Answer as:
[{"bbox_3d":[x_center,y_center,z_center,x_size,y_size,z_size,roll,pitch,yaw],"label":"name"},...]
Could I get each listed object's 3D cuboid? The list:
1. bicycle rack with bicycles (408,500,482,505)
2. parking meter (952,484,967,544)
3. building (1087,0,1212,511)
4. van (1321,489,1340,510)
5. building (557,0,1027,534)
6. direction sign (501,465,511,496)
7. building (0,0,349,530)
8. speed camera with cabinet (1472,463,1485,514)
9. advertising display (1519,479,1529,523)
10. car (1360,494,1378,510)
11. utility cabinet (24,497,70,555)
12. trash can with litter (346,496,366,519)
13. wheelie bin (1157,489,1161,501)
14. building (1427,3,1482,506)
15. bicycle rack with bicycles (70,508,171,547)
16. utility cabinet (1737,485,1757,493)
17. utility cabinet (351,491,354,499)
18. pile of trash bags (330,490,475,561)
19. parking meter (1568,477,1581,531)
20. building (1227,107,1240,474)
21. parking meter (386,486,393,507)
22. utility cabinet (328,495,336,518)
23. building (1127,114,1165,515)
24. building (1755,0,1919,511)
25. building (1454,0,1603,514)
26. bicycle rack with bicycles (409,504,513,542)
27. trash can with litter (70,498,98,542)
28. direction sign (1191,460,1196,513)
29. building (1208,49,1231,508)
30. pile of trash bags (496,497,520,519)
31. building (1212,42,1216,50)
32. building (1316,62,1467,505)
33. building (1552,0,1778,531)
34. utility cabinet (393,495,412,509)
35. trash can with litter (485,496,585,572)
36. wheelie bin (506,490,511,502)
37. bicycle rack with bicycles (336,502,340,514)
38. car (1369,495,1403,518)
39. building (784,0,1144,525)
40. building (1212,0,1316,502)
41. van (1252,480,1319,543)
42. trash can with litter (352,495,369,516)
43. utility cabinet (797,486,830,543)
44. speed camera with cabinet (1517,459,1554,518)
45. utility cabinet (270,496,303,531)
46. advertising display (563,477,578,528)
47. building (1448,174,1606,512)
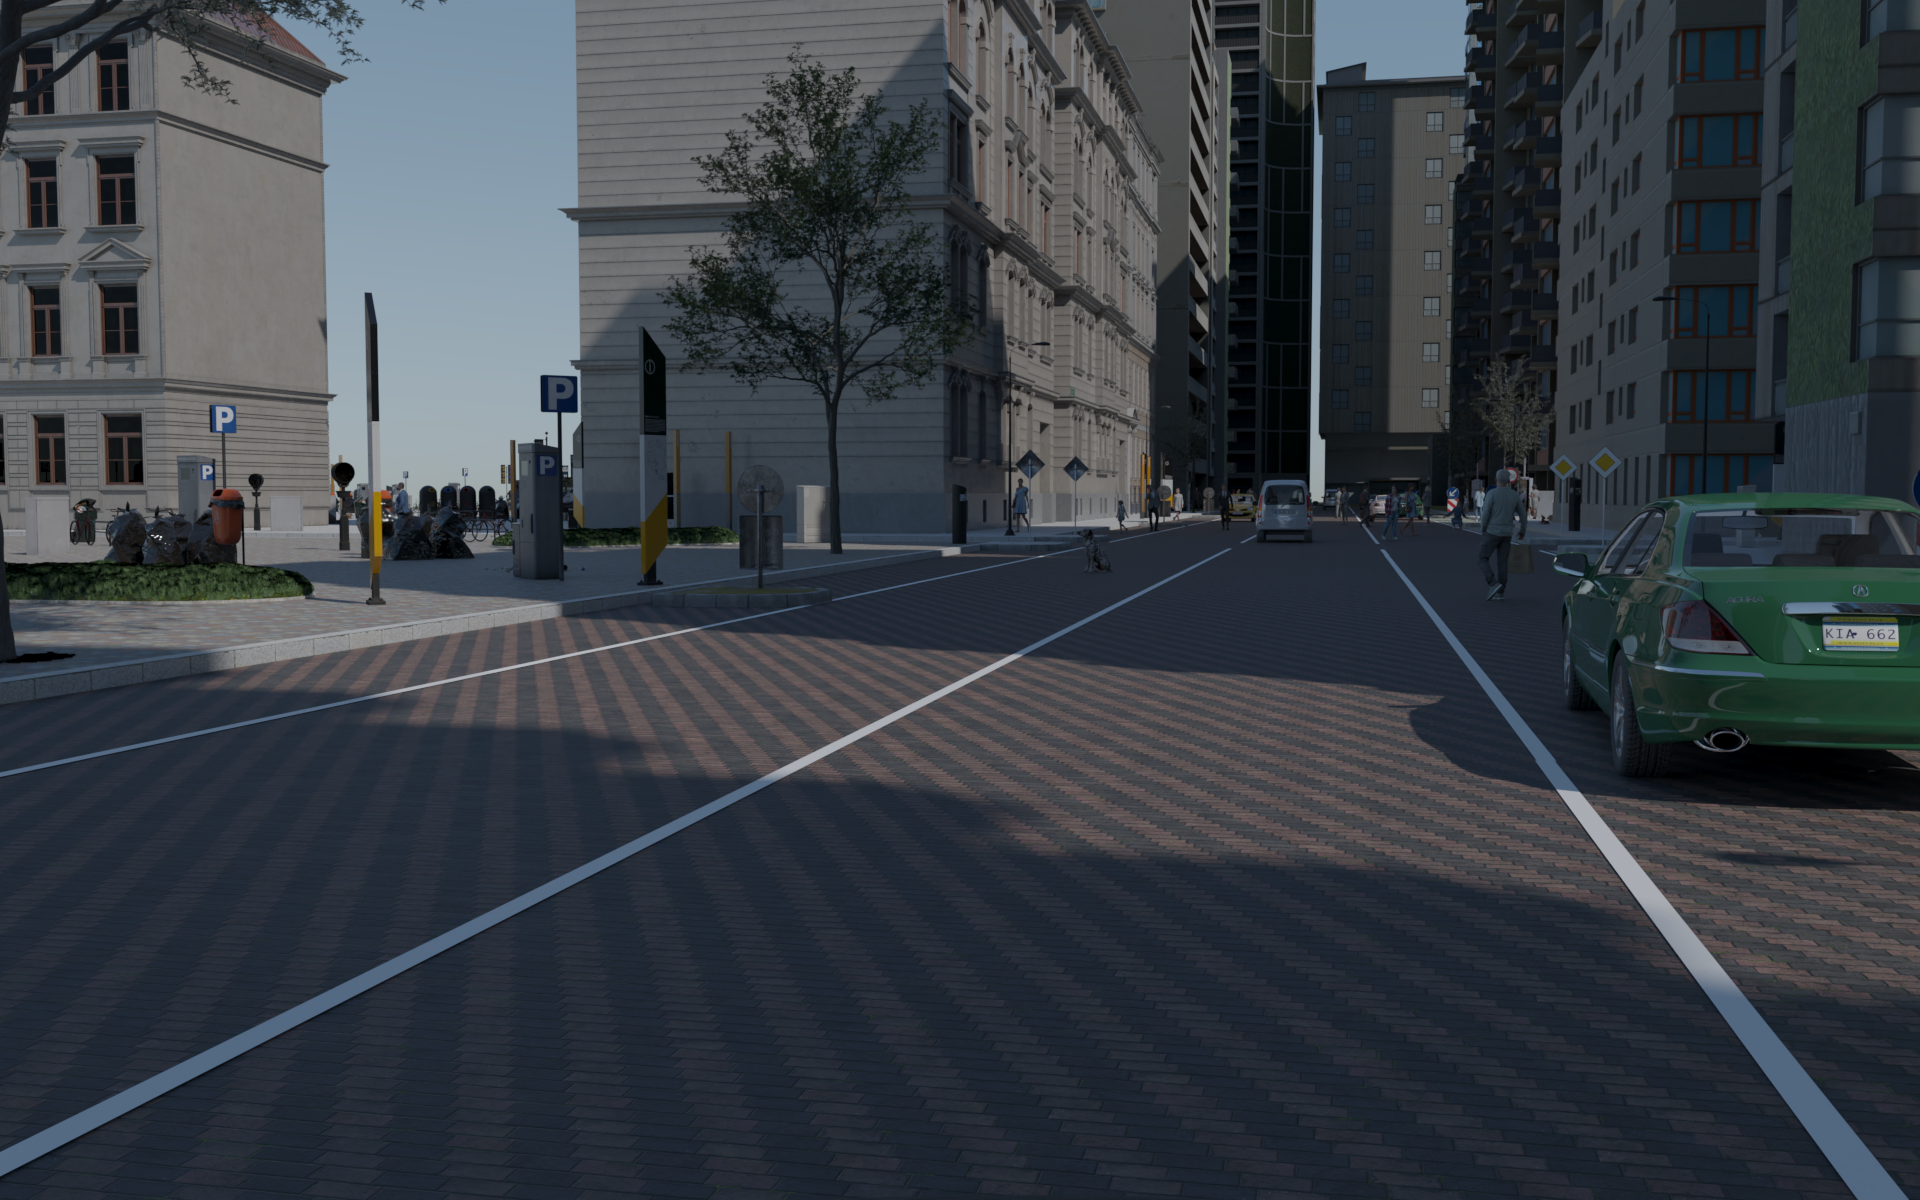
[{"bbox_3d":[-20.036,-3.430,69.467,2.925,0.926,2.852,1,4,11],"label":"bicycle rack with bicycles"},{"bbox_3d":[-0.015,-2.215,44.623,0.372,1.533,0.369,0,3,0],"label":"parking meter"},{"bbox_3d":[8.627,-31.541,139.402,21.300,48.544,21.600,1,4,12],"label":"building"},{"bbox_3d":[33.320,-9.046,154.907,2.013,2.044,4.112,1,4,12],"label":"van"},{"bbox_3d":[-4.153,-17.113,67.188,14.401,28.519,23.554,1,4,12],"label":"building"},{"bbox_3d":[-34.891,-8.645,133.337,0.876,3.537,0.379,-1,4,-22],"label":"direction sign"},{"bbox_3d":[-36.277,-14.123,67.069,21.152,22.565,11.583,1,4,12],"label":"building"},{"bbox_3d":[33.451,-7.044,109.503,2.038,3.252,0.660,2,4,33],"label":"speed camera with cabinet"},{"bbox_3d":[25.050,-4.389,76.967,0.123,1.923,0.974,0,4,-3],"label":"advertising display"},{"bbox_3d":[37.666,-9.000,158.942,2.131,1.459,4.920,1,4,14],"label":"car"},{"bbox_3d":[-19.391,-1.568,36.802,0.306,1.237,1.020,1,4,10],"label":"utility cabinet"},{"bbox_3d":[-31.295,-4.781,89.548,1.055,1.170,0.624,-1,4,-21],"label":"trash can with litter"},{"bbox_3d":[12.336,-6.016,106.268,0.693,1.594,0.980,-3,5,-41],"label":"wheelie bin"},{"bbox_3d":[60.597,-52.836,176.534,22.319,86.520,31.000,1,4,12],"label":"building"},{"bbox_3d":[-20.715,-1.835,43.378,2.852,0.926,2.925,-3,5,-41],"label":"bicycle rack with bicycles"},{"bbox_3d":[19.019,-2.034,41.934,0.318,1.500,1.173,1,4,18],"label":"utility cabinet"},{"bbox_3d":[-44.646,-7.248,127.184,0.318,1.500,1.173,2,4,32],"label":"utility cabinet"},{"bbox_3d":[-11.272,-1.548,35.062,1.912,1.369,3.447,-3,4,-38],"label":"pile of trash bags"},{"bbox_3d":[21.246,-3.311,59.838,0.255,1.863,0.399,-1,4,-12],"label":"parking meter"},{"bbox_3d":[15.106,-34.979,191.520,30.456,49.044,23.786,1,4,12],"label":"building"},{"bbox_3d":[-38.943,-6.884,118.266,0.399,1.863,0.255,-3,5,-43],"label":"parking meter"},{"bbox_3d":[-30.520,-4.407,83.222,0.306,1.237,1.020,3,5,41],"label":"utility cabinet"},{"bbox_3d":[5.627,-19.984,112.637,13.634,28.700,20.117,1,4,12],"label":"building"},{"bbox_3d":[22.655,-21.276,31.452,14.154,41.232,14.086,1,4,12],"label":"building"},{"bbox_3d":[50.818,-29.361,134.676,22.147,44.769,28.867,1,4,12],"label":"building"},{"bbox_3d":[-13.632,-1.993,45.960,2.925,0.926,2.852,3,4,37],"label":"bicycle rack with bicycles"},{"bbox_3d":[-23.491,-2.127,46.160,1.055,1.170,0.624,2,4,31],"label":"trash can with litter"},{"bbox_3d":[15.751,-7.632,116.778,0.379,3.537,0.876,1,4,16],"label":"direction sign"},{"bbox_3d":[16.777,-28.909,156.249,14.154,41.232,14.086,1,4,12],"label":"building"},{"bbox_3d":[-22.481,-4.872,89.411,3.447,1.369,1.912,0,4,-5],"label":"pile of trash bags"},{"bbox_3d":[18.456,-31.860,171.014,14.600,45.320,14.200,1,4,12],"label":"building"},{"bbox_3d":[58.861,-38.482,218.419,27.495,52.752,28.713,1,4,12],"label":"building"},{"bbox_3d":[38.181,-13.256,61.780,28.899,21.520,27.650,1,4,12],"label":"building"},{"bbox_3d":[-33.972,-5.786,105.762,1.020,1.237,0.306,1,4,16],"label":"utility cabinet"},{"bbox_3d":[-7.083,-1.081,28.725,1.678,1.210,2.233,-1,4,-11],"label":"trash can with litter"},{"bbox_3d":[-35.827,-7.975,138.301,0.693,1.594,0.980,1,4,9],"label":"wheelie bin"},{"bbox_3d":[-39.992,-5.842,108.902,2.852,0.926,2.925,2,4,26],"label":"bicycle rack with bicycles"},{"bbox_3d":[25.635,-5.611,104.098,2.083,1.381,4.827,1,4,11],"label":"car"},{"bbox_3d":[1.456,-18.584,91.243,14.401,28.519,23.554,1,4,12],"label":"building"},{"bbox_3d":[34.026,-47.738,218.767,20.611,71.187,20.563,1,4,12],"label":"building"},{"bbox_3d":[9.853,-2.782,52.501,2.013,2.044,4.112,1,4,11],"label":"van"},{"bbox_3d":[-35.688,-5.576,102.220,1.678,1.210,2.233,0,4,8],"label":"trash can with litter"},{"bbox_3d":[-3.733,-2.247,45.414,0.318,1.500,1.173,3,5,43],"label":"utility cabinet"},{"bbox_3d":[31.394,-6.101,94.093,2.038,3.252,0.660,3,4,36],"label":"speed camera with cabinet"},{"bbox_3d":[-23.161,-2.962,59.589,1.020,1.237,0.306,0,4,-7],"label":"utility cabinet"},{"bbox_3d":[-14.545,-3.659,65.036,0.974,1.923,0.123,-2,4,-30],"label":"advertising display"},{"bbox_3d":[51.659,-23.575,157.151,14.160,30.474,14.107,1,4,12],"label":"building"}]
